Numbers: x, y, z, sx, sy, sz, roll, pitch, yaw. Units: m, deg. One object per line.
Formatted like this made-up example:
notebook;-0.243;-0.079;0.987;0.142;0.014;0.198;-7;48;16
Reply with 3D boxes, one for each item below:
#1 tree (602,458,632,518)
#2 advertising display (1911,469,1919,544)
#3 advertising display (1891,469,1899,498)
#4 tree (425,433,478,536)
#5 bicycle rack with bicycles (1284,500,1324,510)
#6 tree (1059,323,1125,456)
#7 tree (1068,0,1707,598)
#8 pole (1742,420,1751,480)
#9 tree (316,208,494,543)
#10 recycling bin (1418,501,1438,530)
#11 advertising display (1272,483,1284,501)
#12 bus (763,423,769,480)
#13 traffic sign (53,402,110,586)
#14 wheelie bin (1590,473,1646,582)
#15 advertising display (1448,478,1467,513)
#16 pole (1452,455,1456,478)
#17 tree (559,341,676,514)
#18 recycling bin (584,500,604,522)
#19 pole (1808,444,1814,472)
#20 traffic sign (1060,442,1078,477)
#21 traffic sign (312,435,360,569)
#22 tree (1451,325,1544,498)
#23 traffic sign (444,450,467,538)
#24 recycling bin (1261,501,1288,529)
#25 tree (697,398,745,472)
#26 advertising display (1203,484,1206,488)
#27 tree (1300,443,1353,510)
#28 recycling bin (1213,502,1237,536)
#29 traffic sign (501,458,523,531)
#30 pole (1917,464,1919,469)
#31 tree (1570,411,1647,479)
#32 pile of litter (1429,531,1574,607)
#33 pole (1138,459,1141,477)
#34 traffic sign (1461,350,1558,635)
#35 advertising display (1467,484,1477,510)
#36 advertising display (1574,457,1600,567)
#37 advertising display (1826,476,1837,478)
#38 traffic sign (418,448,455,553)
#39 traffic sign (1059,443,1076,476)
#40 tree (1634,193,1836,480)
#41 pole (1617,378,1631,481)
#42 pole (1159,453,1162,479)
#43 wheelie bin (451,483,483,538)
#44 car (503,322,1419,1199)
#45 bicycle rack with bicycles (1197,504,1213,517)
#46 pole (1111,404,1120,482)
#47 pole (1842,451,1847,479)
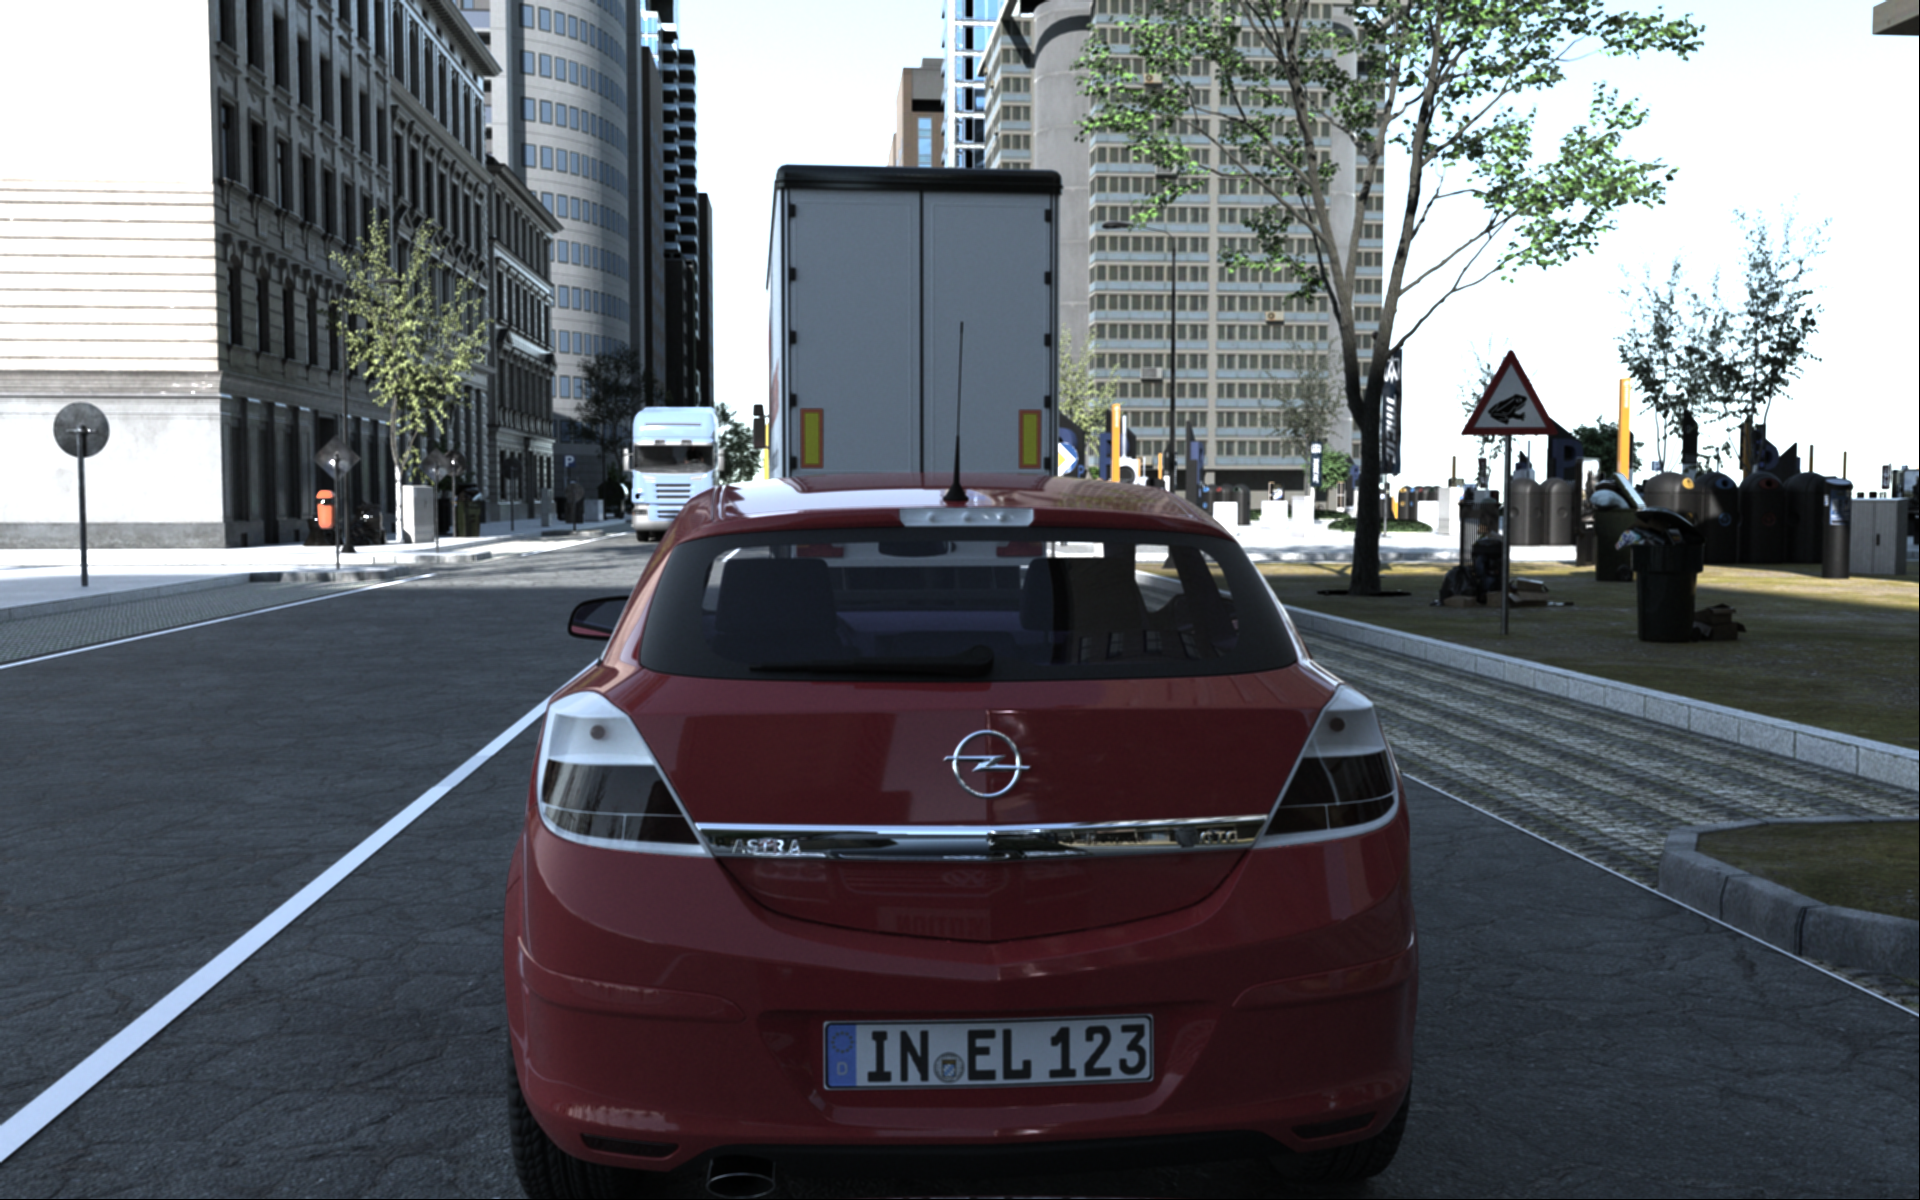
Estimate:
tree;-18.664;-6.018;92.988;1.663;3.219;1.824;0;3;0
advertising display;24.479;-2.374;44.025;0.974;1.923;0.123;2;4;33
advertising display;24.648;-2.462;45.466;0.123;1.923;0.974;3;5;43
tree;-15.959;-3.600;53.463;1.663;3.219;1.824;0;3;0
bicycle rack with bicycles;20.366;-5.610;105.111;2.852;0.926;2.925;-1;4;-18
tree;4.990;-7.645;75.350;4.737;8.622;4.395;0;3;0
tree;5.066;-5.856;21.506;9.928;11.665;9.643;0;3;0
pole;21.548;-3.280;47.467;0.158;3.312;0.155;0;3;0
tree;-14.626;-5.832;45.711;4.737;8.622;4.395;0;3;0
recycling bin;16.834;-3.014;61.838;0.722;1.027;0.722;-3;5;-44
advertising display;19.035;-6.020;103.643;0.123;1.923;0.974;-2;4;-28
bus;-5.023;-3.961;56.315;2.896;3.916;12.252;0;4;-6
traffic sign;-12.185;-1.464;24.035;0.768;2.556;0.104;0;4;-1
wheelie bin;9.698;-1.080;25.574;0.693;1.594;0.980;2;4;32
advertising display;19.949;-3.942;69.663;0.974;1.923;0.123;-3;5;-40
pole;26.100;-5.977;91.562;0.158;3.312;0.155;0;3;0
tree;-20.264;-10.402;104.492;8.767;10.594;7.601;1;4;18
recycling bin;-16.948;-4.135;80.161;0.722;1.027;0.722;0;4;7
pole;34.846;-4.717;70.967;0.158;3.312;0.155;0;3;0
traffic sign;2.527;-2.612;42.805;0.768;2.556;0.104;0;4;-2
traffic sign;-10.606;-1.580;29.480;0.795;2.450;0.064;0;4;-5
tree;23.579;-7.728;76.720;4.360;8.622;3.978;0;3;0
traffic sign;-14.683;-3.066;50.233;0.768;2.556;0.104;0;4;5
recycling bin;11.697;-3.173;64.435;0.722;1.027;0.722;-1;4;-22
tree;-26.869;-16.015;187.606;9.928;11.665;9.643;0;3;0
advertising display;15.198;-6.303;108.273;0.123;1.923;0.974;0;4;-7
tree;23.265;-7.724;110.008;4.285;4.588;4.351;0;3;0
recycling bin;8.197;-2.508;53.560;0.722;1.027;0.722;0;4;7
traffic sign;-15.638;-3.690;60.444;0.768;2.556;0.104;0;4;0
pole;64.031;-7.459;115.799;0.158;3.312;0.155;0;3;0
tree;25.406;-5.205;68.810;4.285;4.588;4.351;0;3;0
pile of litter;6.279;-0.371;20.024;1.719;0.858;1.176;0;4;7
pole;10.346;-6.510;100.285;0.158;3.312;0.155;0;3;0
traffic sign;4.963;-0.961;15.713;0.884;2.594;0.081;0;4;-2
advertising display;31.163;-6.168;106.061;0.974;1.923;0.123;1;4;11
advertising display;11.148;-1.565;30.799;0.123;1.923;0.974;3;4;38
advertising display;30.888;-3.444;61.522;0.123;1.923;0.974;0;4;7
traffic sign;-11.311;-2.067;37.434;0.795;2.450;0.064;0;4;-5
traffic sign;1.642;-1.645;30.541;0.795;2.450;0.064;0;4;-5
tree;19.639;-5.664;42.976;4.360;8.622;3.978;0;3;0
pole;11.693;-2.245;30.553;0.158;3.312;0.155;0;3;0
pole;10.019;-5.678;86.681;0.158;3.312;0.155;0;3;0
wheelie bin;-14.572;-2.656;51.335;0.693;1.594;0.980;3;5;41
car;-0.117;0.245;5.041;2.155;1.783;4.494;0;4;-4
bicycle rack with bicycles;7.617;-2.898;60.768;2.852;0.926;2.925;-1;4;-17
pole;3.531;-2.783;39.346;0.158;3.312;0.155;0;3;0
pole;41.853;-5.391;81.991;0.158;3.312;0.155;0;3;0
